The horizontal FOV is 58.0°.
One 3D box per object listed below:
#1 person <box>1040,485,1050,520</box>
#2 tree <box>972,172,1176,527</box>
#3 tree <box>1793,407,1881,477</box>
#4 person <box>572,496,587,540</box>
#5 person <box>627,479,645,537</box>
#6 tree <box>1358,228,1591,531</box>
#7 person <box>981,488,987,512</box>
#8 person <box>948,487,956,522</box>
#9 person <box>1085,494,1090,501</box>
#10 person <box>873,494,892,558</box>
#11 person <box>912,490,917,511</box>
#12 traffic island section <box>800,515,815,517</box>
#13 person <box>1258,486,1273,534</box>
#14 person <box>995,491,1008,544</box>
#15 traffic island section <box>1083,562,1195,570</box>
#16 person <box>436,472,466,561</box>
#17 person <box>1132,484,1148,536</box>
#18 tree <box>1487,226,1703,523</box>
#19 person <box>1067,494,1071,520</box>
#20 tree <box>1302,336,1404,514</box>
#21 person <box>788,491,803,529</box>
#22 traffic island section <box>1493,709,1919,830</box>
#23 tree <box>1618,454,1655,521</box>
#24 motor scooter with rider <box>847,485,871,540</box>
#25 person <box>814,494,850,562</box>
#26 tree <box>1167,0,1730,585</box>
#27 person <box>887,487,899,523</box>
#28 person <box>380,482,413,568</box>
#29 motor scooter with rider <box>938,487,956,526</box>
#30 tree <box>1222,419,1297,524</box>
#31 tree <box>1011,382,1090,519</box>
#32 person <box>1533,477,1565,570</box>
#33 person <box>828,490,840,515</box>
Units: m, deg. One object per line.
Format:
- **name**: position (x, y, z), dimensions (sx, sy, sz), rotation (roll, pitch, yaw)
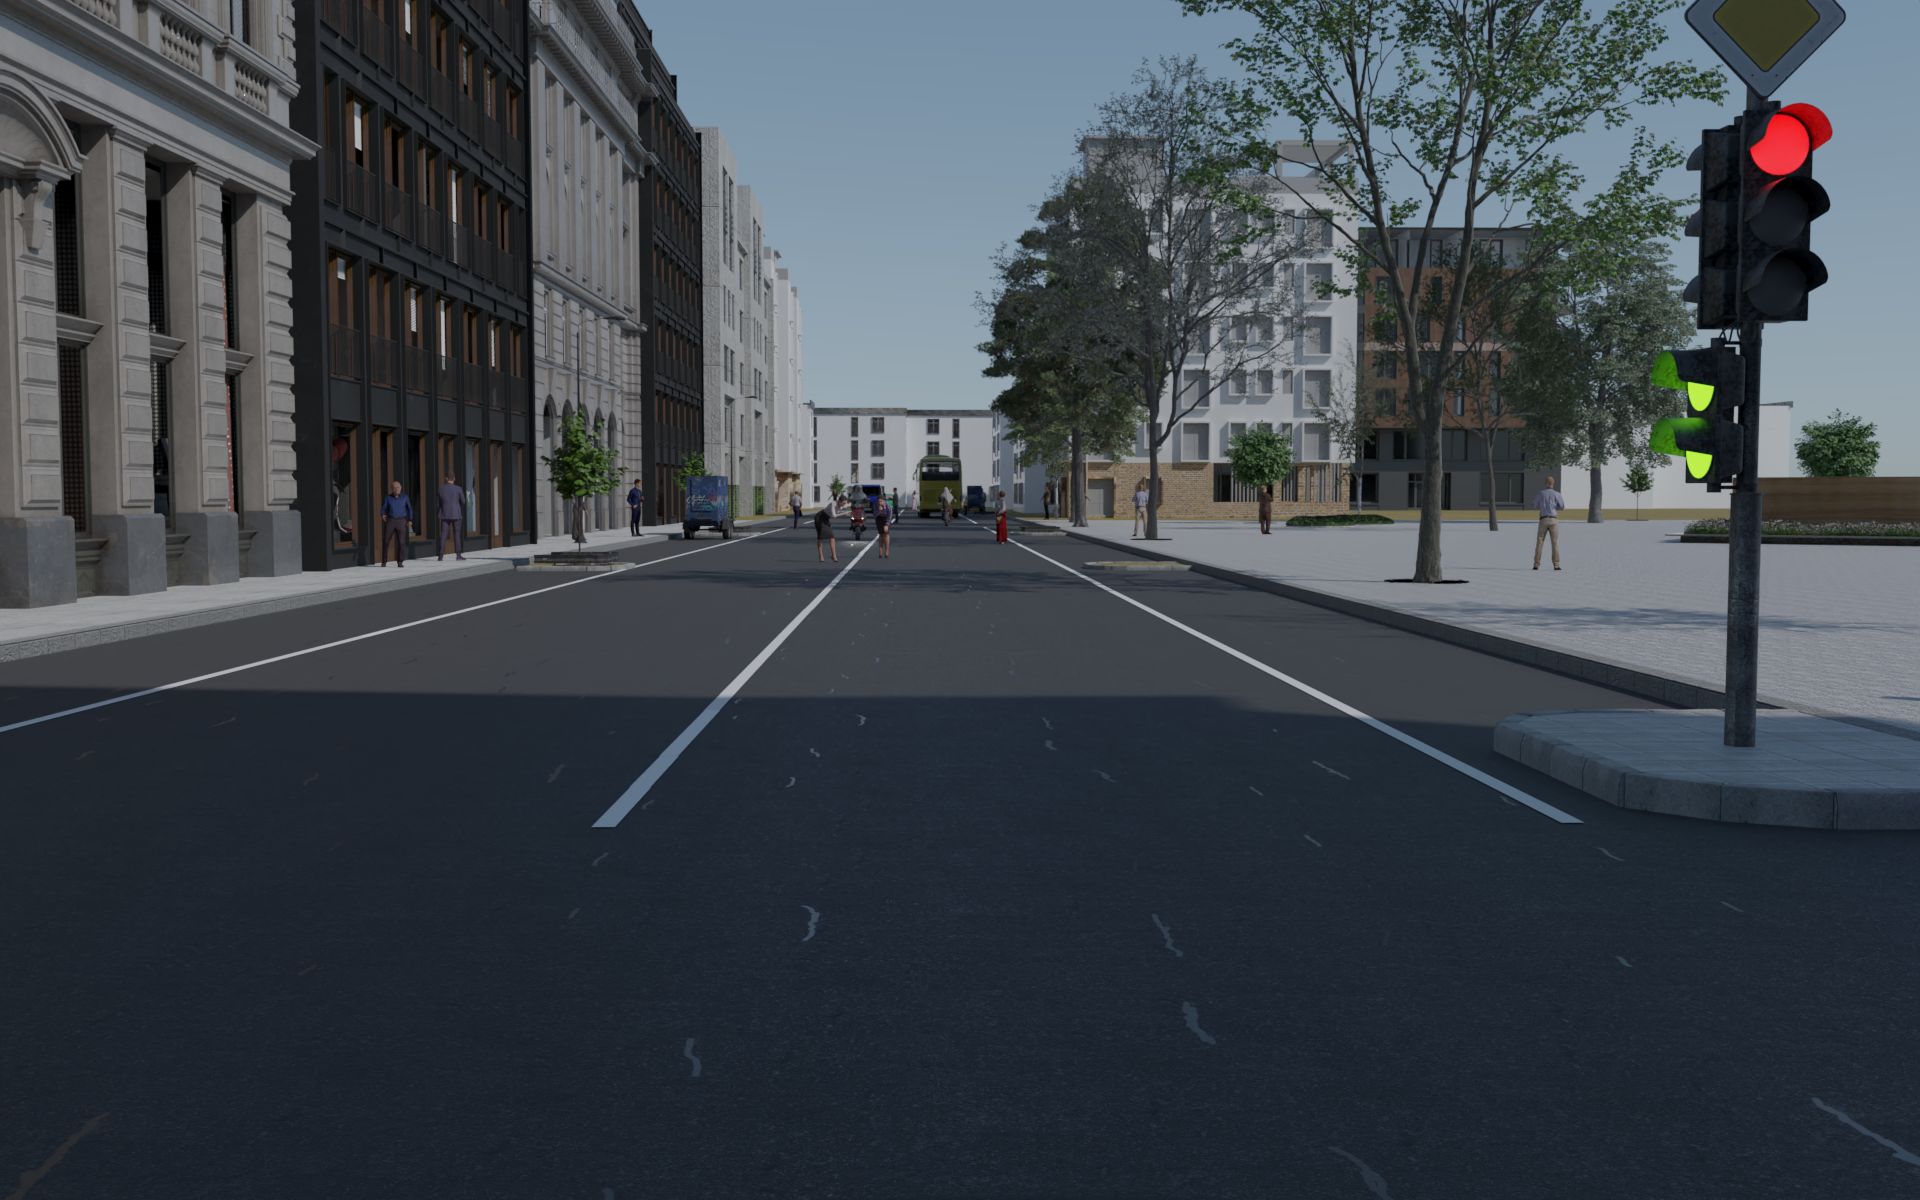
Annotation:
- **person**: position (4.253, -4.878, 86.517), dimensions (0.721, 1.735, 1.217), rotation (-1, 4, -16)
- **tree**: position (4.529, -9.779, 67.302), dimensions (7.806, 13.903, 7.818), rotation (0, 3, 0)
- **tree**: position (33.378, -5.025, 65.875), dimensions (4.285, 4.588, 4.351), rotation (0, 3, 0)
- **person**: position (-10.544, -2.516, 47.989), dimensions (0.445, 1.727, 0.742), rotation (-1, 4, -14)
- **person**: position (-9.691, -2.775, 52.115), dimensions (0.504, 1.737, 0.576), rotation (1, 4, 14)
- **tree**: position (18.394, -7.693, 60.193), dimensions (8.767, 10.594, 7.601), rotation (-2, 4, -32)
- **person**: position (1.509, -6.903, 121.225), dimensions (0.709, 1.838, 0.599), rotation (2, 4, 26)
- **person**: position (-0.480, -4.827, 87.871), dimensions (0.568, 1.767, 0.683), rotation (0, 4, 5)
- **person**: position (6.216, -5.064, 88.843), dimensions (0.705, 1.823, 1.348), rotation (3, 5, 40)
- **person**: position (-1.723, -1.652, 38.751), dimensions (0.421, 1.427, 0.697), rotation (0, 4, 6)
- **person**: position (-3.719, -8.176, 142.851), dimensions (0.621, 1.740, 0.551), rotation (3, 5, 43)
- **traffic island section**: position (-9.155, -5.368, 110.634), dimensions (1.991, 0.108, 1.994), rotation (0, 4, -1)
- **person**: position (9.701, -2.861, 55.095), dimensions (0.388, 1.546, 0.482), rotation (-3, 5, -41)
- **person**: position (1.181, -2.357, 49.511), dimensions (0.387, 1.526, 0.523), rotation (0, 4, -7)
- **traffic island section**: position (3.409, -0.651, 33.502), dimensions (1.991, 0.108, 1.994), rotation (0, 4, -1)
- **person**: position (-9.771, -1.608, 33.247), dimensions (0.541, 1.710, 0.530), rotation (0, 4, 4)
- **person**: position (5.472, -2.722, 52.606), dimensions (0.516, 1.574, 0.319), rotation (0, 4, -6)
- **tree**: position (27.989, -10.368, 76.166), dimensions (9.857, 13.997, 8.962), rotation (0, 3, 0)
- **person**: position (5.688, -4.870, 86.589), dimensions (0.530, 1.710, 0.541), rotation (-2, 4, -28)
- **tree**: position (18.073, -7.874, 79.107), dimensions (4.360, 8.622, 3.978), rotation (0, 3, 0)
- **person**: position (-6.701, -3.659, 70.542), dimensions (0.614, 1.554, 0.590), rotation (2, 4, 27)
- **traffic island section**: position (4.002, 0.822, 8.845), dimensions (2.009, 0.180, 2.903), rotation (0, 4, -1)
- **tree**: position (32.483, -5.427, 83.326), dimensions (1.663, 3.219, 1.824), rotation (0, 3, 0)
- **motor scooter with rider**: position (-3.249, -2.792, 54.609), dimensions (0.876, 1.779, 1.986), rotation (0, 4, -3)
- **person**: position (-2.675, -1.511, 36.398), dimensions (0.799, 1.438, 0.628), rotation (0, 4, 2)
- **tree**: position (6.656, -6.040, 24.518), dimensions (9.928, 11.665, 9.643), rotation (0, 3, 0)
- **person**: position (-3.332, -4.661, 85.243), dimensions (0.750, 1.759, 0.617), rotation (1, 4, 16)
- **person**: position (-9.900, -1.312, 30.181), dimensions (0.574, 1.496, 0.600), rotation (0, 4, 6)
- **motor scooter with rider**: position (-0.558, -4.183, 77.353), dimensions (0.876, 1.779, 1.986), rotation (0, 4, 0)
- **tree**: position (13.081, -5.632, 75.801), dimensions (4.285, 4.588, 4.351), rotation (0, 3, 0)
- **tree**: position (4.752, -8.501, 89.347), dimensions (4.360, 8.622, 3.978), rotation (0, 3, 0)
- **person**: position (9.910, -1.291, 29.210), dimensions (0.516, 1.574, 0.319), rotation (2, 4, 29)
- **person**: position (-8.729, -6.873, 121.397), dimensions (1.217, 1.766, 0.721), rotation (1, 4, 21)
